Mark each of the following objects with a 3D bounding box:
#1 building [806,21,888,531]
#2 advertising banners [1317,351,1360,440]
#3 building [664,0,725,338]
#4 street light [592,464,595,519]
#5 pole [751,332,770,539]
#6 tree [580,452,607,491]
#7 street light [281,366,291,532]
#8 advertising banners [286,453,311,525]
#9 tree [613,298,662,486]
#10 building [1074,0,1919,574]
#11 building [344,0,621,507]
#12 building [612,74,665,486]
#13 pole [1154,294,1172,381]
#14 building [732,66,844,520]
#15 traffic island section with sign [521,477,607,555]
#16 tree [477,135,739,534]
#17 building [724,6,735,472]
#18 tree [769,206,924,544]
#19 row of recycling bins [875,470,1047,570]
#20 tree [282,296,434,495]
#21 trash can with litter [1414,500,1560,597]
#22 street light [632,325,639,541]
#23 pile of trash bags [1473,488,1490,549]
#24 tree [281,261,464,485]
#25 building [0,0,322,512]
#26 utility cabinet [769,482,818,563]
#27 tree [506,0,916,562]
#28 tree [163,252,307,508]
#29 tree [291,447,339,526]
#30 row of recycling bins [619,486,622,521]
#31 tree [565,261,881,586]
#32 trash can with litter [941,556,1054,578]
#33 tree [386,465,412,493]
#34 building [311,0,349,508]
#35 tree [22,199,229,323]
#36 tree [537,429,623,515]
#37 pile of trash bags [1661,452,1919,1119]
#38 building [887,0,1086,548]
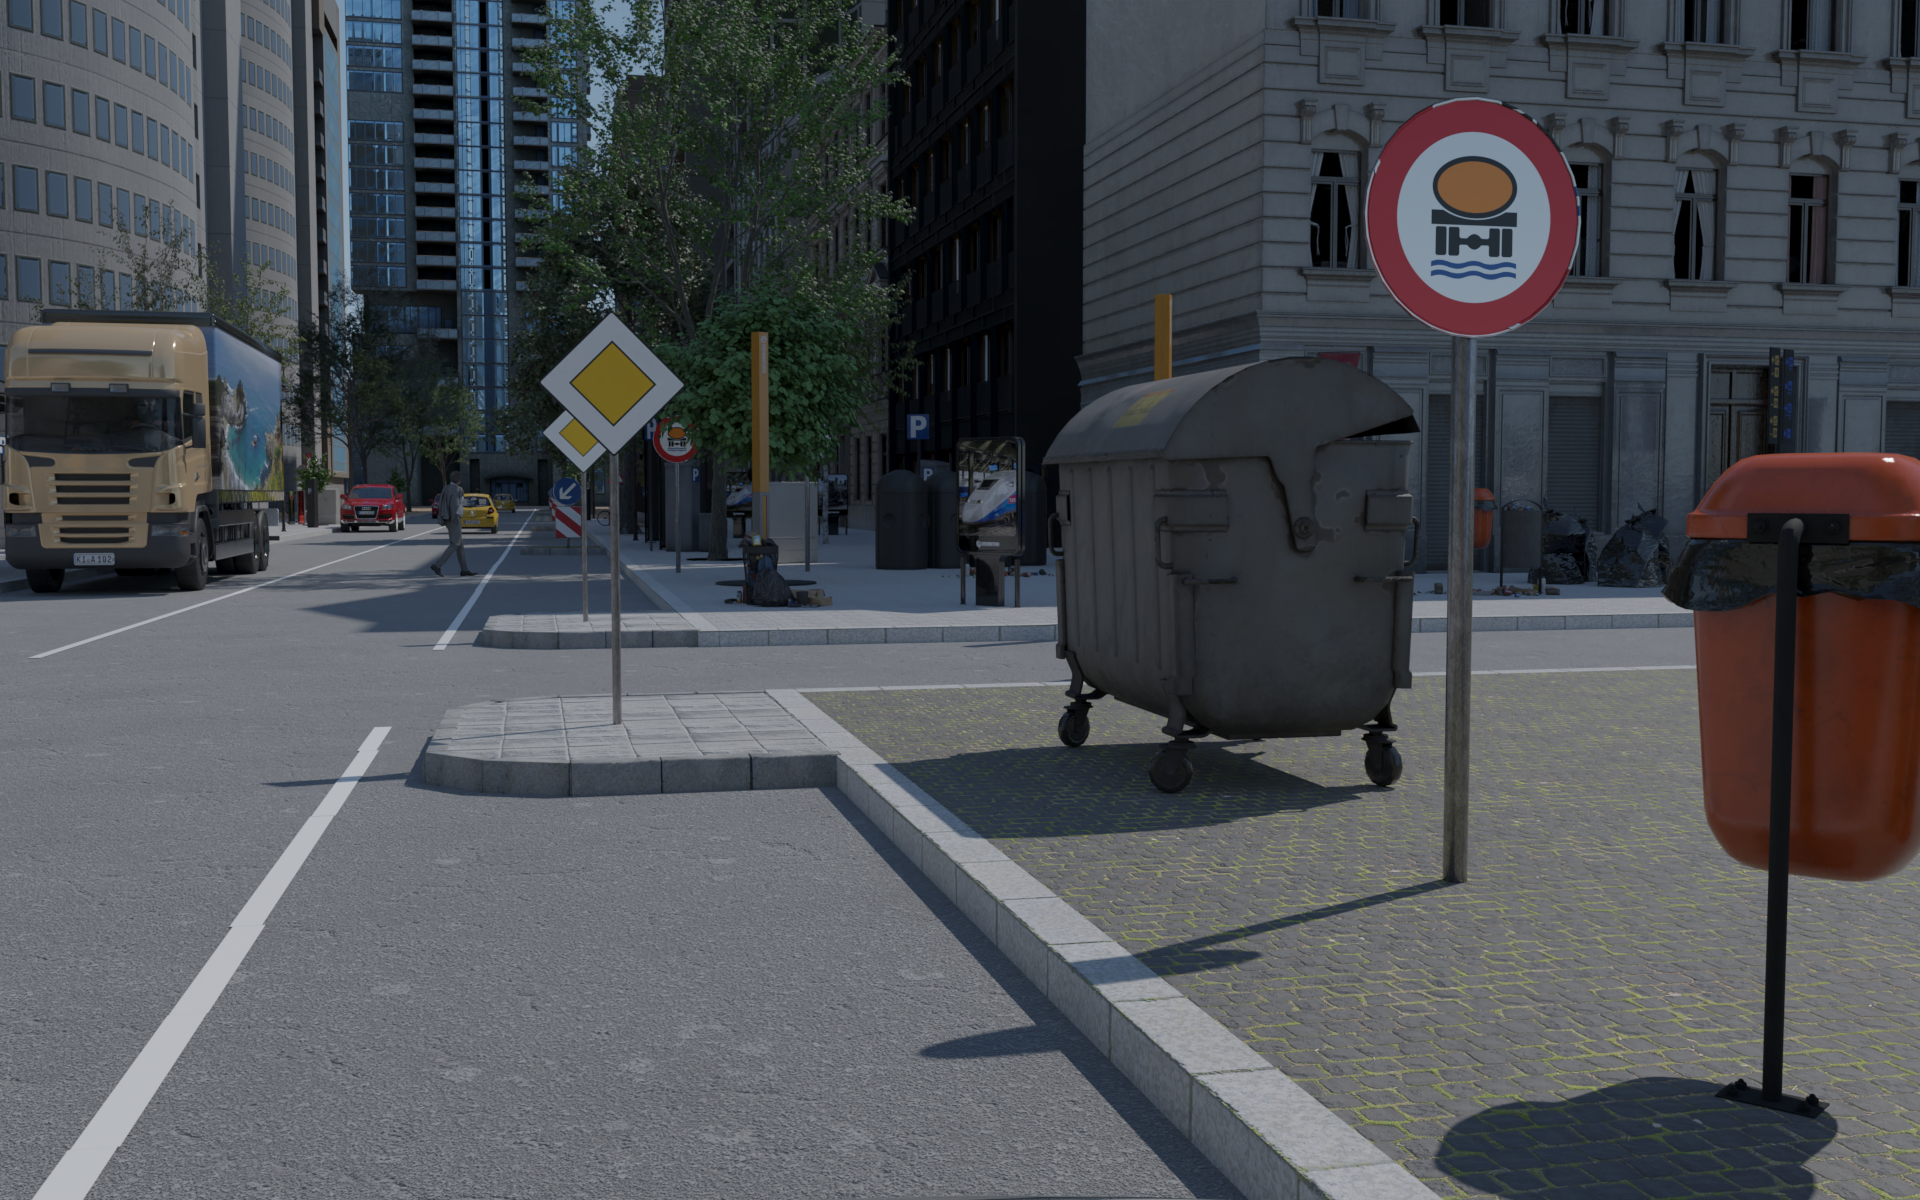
[{"bbox_3d":[0.150,-12.337,66.342,10.561,19.102,19.286,-1,4,-13],"label":"building"},{"bbox_3d":[3.887,-1.546,21.469,2.074,3.025,0.090,0,4,8],"label":"advertising banners"},{"bbox_3d":[-11.511,-31.299,135.440,21.300,48.544,21.600,-1,4,-13],"label":"building"},{"bbox_3d":[-19.187,-7.202,90.547,0.468,5.910,1.993,-1,4,-13],"label":"street light"},{"bbox_3d":[-2.524,-1.717,21.922,0.158,3.312,0.155,0,3,0],"label":"pole"},{"bbox_3d":[-34.425,-12.746,158.764,4.360,8.622,3.978,0,3,0],"label":"tree"},{"bbox_3d":[-23.115,-5.274,59.025,0.468,5.910,1.993,-1,4,-13],"label":"street light"},{"bbox_3d":[-27.917,-4.714,73.270,0.090,3.025,2.074,1,4,9],"label":"advertising banners"},{"bbox_3d":[-11.862,-6.965,64.248,4.737,8.622,4.395,0,3,0],"label":"tree"},{"bbox_3d":[12.218,-11.249,33.067,18.267,20.994,9.793,-1,4,-13],"label":"building"},{"bbox_3d":[-53.319,-53.480,187.064,31.000,86.520,22.319,-1,4,-13],"label":"building"},{"bbox_3d":[-30.401,-32.999,189.647,14.200,45.320,14.600,-1,4,-13],"label":"building"},{"bbox_3d":[2.083,-1.466,17.814,0.158,3.312,0.155,0,3,0],"label":"pole"},{"bbox_3d":[-5.275,-14.419,84.897,9.793,20.994,18.267,-1,4,-13],"label":"building"},{"bbox_3d":[-9.518,-2.012,41.523,1.989,1.847,2.006,-1,4,-13],"label":"traffic island section with sign"},{"bbox_3d":[-10.535,-8.456,55.266,9.611,12.733,9.660,0,3,0],"label":"tree"},{"bbox_3d":[-6.515,-41.314,113.729,20.563,71.187,20.611,-1,4,-13],"label":"building"},{"bbox_3d":[-3.276,-5.756,44.478,4.737,8.622,4.395,0,3,0],"label":"tree"},{"bbox_3d":[0.103,-1.421,30.345,3.534,1.692,1.069,-3,4,-38],"label":"row of recycling bins"},{"bbox_3d":[-28.316,-8.968,81.047,7.601,10.594,8.767,-2,4,-33],"label":"tree"},{"bbox_3d":[6.788,-0.685,22.250,2.233,1.210,1.678,0,4,-1],"label":"trash can with litter"},{"bbox_3d":[-8.933,-4.570,47.514,0.468,5.910,1.993,-1,4,-13],"label":"street light"},{"bbox_3d":[8.758,-0.953,25.338,1.912,1.369,3.447,-3,5,-41],"label":"pile of trash bags"},{"bbox_3d":[-31.635,-11.099,91.841,12.009,13.543,11.850,0,3,0],"label":"tree"},{"bbox_3d":[-58.058,-35.420,121.113,21.231,58.520,28.212,-1,4,-13],"label":"building"},{"bbox_3d":[-3.202,-1.427,32.018,1.173,1.500,0.318,-3,5,-41],"label":"utility cabinet"},{"bbox_3d":[-4.682,-6.552,32.877,9.928,11.665,9.643,0,3,0],"label":"tree"},{"bbox_3d":[-21.686,-6.209,51.886,4.737,8.622,4.395,0,3,0],"label":"tree"},{"bbox_3d":[-26.343,-4.646,70.563,1.663,3.219,1.824,0,3,0],"label":"tree"},{"bbox_3d":[-14.925,-4.452,79.899,1.069,1.692,3.534,1,4,13],"label":"row of recycling bins"},{"bbox_3d":[-2.680,-2.497,24.542,4.285,4.588,4.351,0,3,0],"label":"tree"},{"bbox_3d":[0.896,-0.979,27.072,2.233,1.210,1.678,0,4,8],"label":"trash can with litter"},{"bbox_3d":[-36.539,-7.187,112.112,1.663,3.219,1.824,0,3,0],"label":"tree"},{"bbox_3d":[-59.161,-30.153,143.106,14.200,45.320,14.600,-1,4,-13],"label":"building"},{"bbox_3d":[-20.229,-5.643,42.629,4.360,8.622,3.978,0,3,0],"label":"tree"},{"bbox_3d":[-22.938,-11.623,108.169,7.486,12.596,7.792,0,3,0],"label":"tree"},{"bbox_3d":[2.927,0.421,2.870,3.447,1.369,1.912,3,5,41],"label":"pile of trash bags"},{"bbox_3d":[5.486,-13.443,49.463,12.332,23.373,15.834,-1,4,-13],"label":"building"}]
